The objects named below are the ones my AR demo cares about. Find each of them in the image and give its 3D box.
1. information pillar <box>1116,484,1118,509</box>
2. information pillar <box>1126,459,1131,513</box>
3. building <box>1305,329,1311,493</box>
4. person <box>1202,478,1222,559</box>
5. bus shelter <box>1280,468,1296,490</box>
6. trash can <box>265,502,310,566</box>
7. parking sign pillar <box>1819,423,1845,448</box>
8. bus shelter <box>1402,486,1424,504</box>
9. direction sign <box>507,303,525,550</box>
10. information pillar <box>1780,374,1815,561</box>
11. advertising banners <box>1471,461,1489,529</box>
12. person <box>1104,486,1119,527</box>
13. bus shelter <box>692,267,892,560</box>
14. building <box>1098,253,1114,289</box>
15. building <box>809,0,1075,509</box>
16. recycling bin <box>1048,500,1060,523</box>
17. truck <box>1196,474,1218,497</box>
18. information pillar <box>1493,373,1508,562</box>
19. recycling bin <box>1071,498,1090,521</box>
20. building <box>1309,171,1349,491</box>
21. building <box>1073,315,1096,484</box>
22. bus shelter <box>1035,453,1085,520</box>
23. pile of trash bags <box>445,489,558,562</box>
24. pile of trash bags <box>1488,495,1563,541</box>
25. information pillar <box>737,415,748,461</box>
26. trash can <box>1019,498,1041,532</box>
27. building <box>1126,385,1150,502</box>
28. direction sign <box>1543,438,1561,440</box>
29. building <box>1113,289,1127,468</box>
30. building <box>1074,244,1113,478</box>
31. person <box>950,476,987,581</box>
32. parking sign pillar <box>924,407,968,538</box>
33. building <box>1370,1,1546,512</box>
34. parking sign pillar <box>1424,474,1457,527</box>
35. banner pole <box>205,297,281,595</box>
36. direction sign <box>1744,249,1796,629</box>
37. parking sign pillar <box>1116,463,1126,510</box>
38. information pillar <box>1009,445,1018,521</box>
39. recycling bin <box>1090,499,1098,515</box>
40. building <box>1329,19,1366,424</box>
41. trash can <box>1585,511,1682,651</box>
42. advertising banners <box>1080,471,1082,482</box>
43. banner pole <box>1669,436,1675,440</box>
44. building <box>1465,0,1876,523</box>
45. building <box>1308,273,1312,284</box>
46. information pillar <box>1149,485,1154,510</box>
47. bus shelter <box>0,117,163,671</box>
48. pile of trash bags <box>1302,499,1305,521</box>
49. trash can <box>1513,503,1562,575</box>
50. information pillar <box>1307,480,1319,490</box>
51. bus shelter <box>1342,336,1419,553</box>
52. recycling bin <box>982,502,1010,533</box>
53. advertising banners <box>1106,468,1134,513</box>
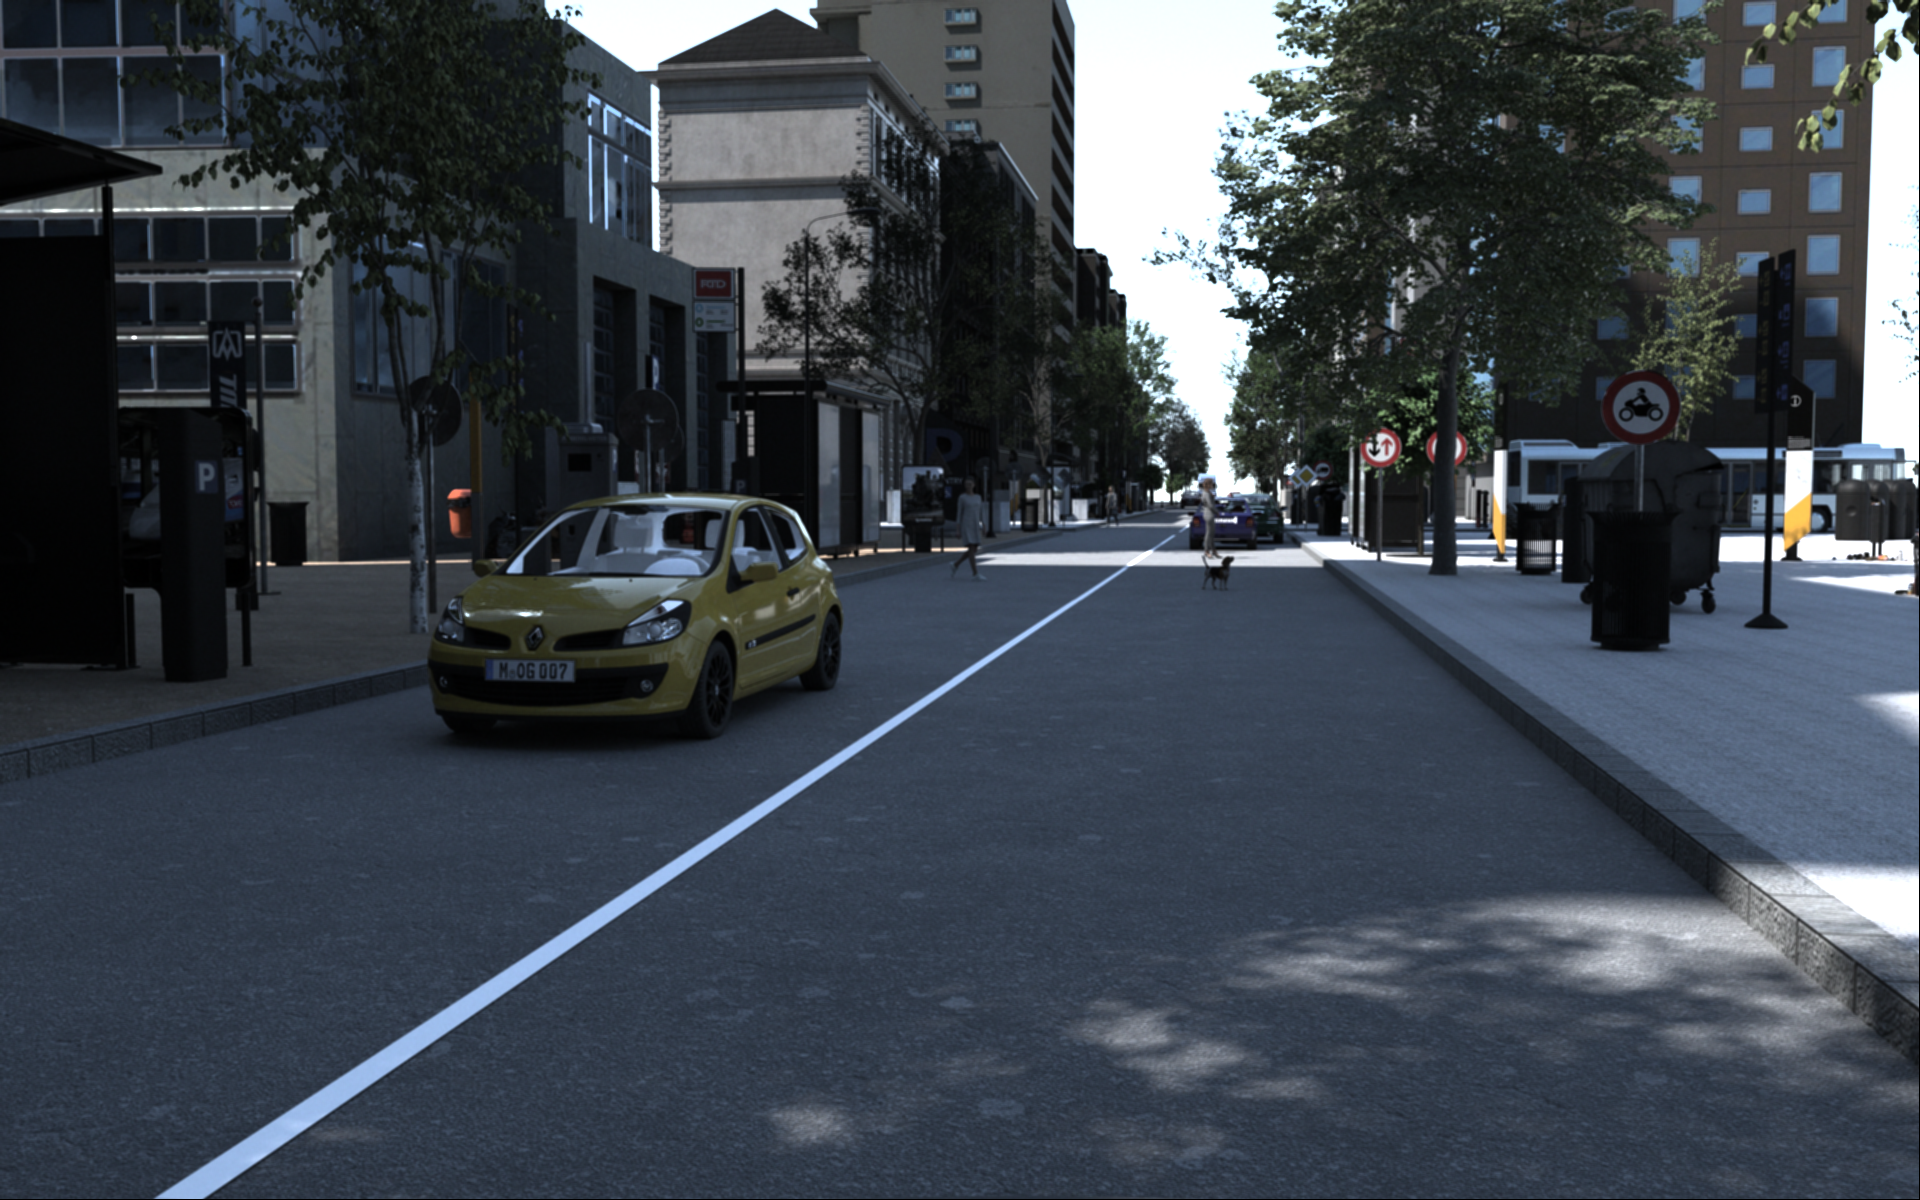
[{"bbox_3d":[9.964,-6.493,110.656,0.304,2.012,0.304,0,4,4],"label":"information pillar"},{"bbox_3d":[11.116,-7.512,114.170,0.183,3.616,0.504,3,5,44],"label":"information pillar"},{"bbox_3d":[61.336,-30.665,273.078,14.160,30.474,14.107,1,4,9],"label":"building"},{"bbox_3d":[5.633,-1.816,38.469,0.573,1.790,0.520,-1,4,-13],"label":"person"},{"bbox_3d":[25.788,-8.631,135.041,2.014,3.302,5.546,1,4,9],"label":"bus shelter"},{"bbox_3d":[-12.005,-1.181,30.956,0.748,1.137,0.748,0,3,0],"label":"trash can"},{"bbox_3d":[33.076,-4.734,65.869,1.447,3.967,1.447,-3,4,-37],"label":"parking sign pillar"},{"bbox_3d":[12.621,-3.668,51.258,1.731,3.624,6.357,1,4,9],"label":"bus shelter"},{"bbox_3d":[-5.383,-1.777,21.053,0.379,3.537,0.876,0,4,-4],"label":"direction sign"},{"bbox_3d":[16.040,-2.555,33.123,0.183,3.616,0.504,-3,5,-44],"label":"information pillar"},{"bbox_3d":[19.521,-4.215,65.110,0.090,3.025,2.074,0,4,-1],"label":"advertising banners"},{"bbox_3d":[6.668,-4.079,75.373,0.728,1.800,0.709,-2,4,-35],"label":"person"},{"bbox_3d":[-3.246,-3.404,33.293,2.179,5.291,8.768,1,4,9],"label":"bus shelter"},{"bbox_3d":[9.883,-34.802,260.896,32.217,40.220,23.993,1,4,9],"label":"building"},{"bbox_3d":[-1.399,-32.459,154.409,21.300,48.544,21.600,1,4,9],"label":"building"},{"bbox_3d":[4.016,-3.893,76.197,0.722,1.027,0.722,0,4,0],"label":"recycling bin"},{"bbox_3d":[33.782,-15.041,235.681,2.967,4.110,18.799,1,4,9],"label":"truck"},{"bbox_3d":[10.225,-2.532,32.753,0.183,3.616,0.504,0,4,-2],"label":"information pillar"},{"bbox_3d":[5.682,-4.241,81.889,0.722,1.027,0.722,0,4,4],"label":"recycling bin"},{"bbox_3d":[62.780,-38.550,253.998,21.300,48.544,21.600,1,4,9],"label":"building"},{"bbox_3d":[-0.654,-20.602,181.877,27.650,21.520,28.899,1,4,9],"label":"building"},{"bbox_3d":[5.101,-5.757,88.049,2.014,3.302,5.546,1,4,9],"label":"bus shelter"},{"bbox_3d":[-8.650,-1.489,34.102,1.912,1.369,3.447,2,4,33],"label":"pile of trash bags"},{"bbox_3d":[16.223,-2.343,48.065,1.912,1.369,3.447,-1,4,-15],"label":"pile of trash bags"},{"bbox_3d":[-6.469,-3.659,51.178,0.504,3.616,0.183,2,4,24],"label":"information pillar"},{"bbox_3d":[2.365,-2.874,58.649,0.748,1.137,0.748,0,3,0],"label":"trash can"},{"bbox_3d":[16.795,-27.040,287.149,27.650,21.520,28.899,1,4,9],"label":"building"},{"bbox_3d":[24.158,-4.819,70.784,0.379,3.537,0.876,-2,4,-29],"label":"direction sign"},{"bbox_3d":[15.740,-28.704,241.007,14.160,30.474,14.107,1,4,9],"label":"building"},{"bbox_3d":[9.848,-26.312,201.905,14.160,30.474,14.107,1,4,9],"label":"building"},{"bbox_3d":[0.124,-1.199,28.861,0.760,1.731,0.466,2,4,30],"label":"person"},{"bbox_3d":[-0.418,-3.844,51.323,1.447,3.967,1.447,0,4,3],"label":"parking sign pillar"},{"bbox_3d":[43.061,-30.880,155.005,14.600,45.320,14.200,1,4,9],"label":"building"},{"bbox_3d":[18.606,-4.825,67.365,1.447,3.967,1.447,0,4,6],"label":"parking sign pillar"},{"bbox_3d":[-9.148,-1.961,22.082,0.863,3.779,0.401,0,4,-1],"label":"banner pole"},{"bbox_3d":[7.748,-1.501,16.538,0.379,3.537,0.876,0,4,6],"label":"direction sign"},{"bbox_3d":[12.941,-9.160,138.245,1.447,3.967,1.447,0,4,-3],"label":"parking sign pillar"},{"bbox_3d":[2.536,-5.537,81.878,0.183,3.616,0.504,-3,4,-38],"label":"information pillar"},{"bbox_3d":[7.110,-5.017,94.586,0.722,1.027,0.722,-2,4,-30],"label":"recycling bin"},{"bbox_3d":[55.283,-36.705,189.359,28.713,52.752,27.495,1,4,9],"label":"building"},{"bbox_3d":[5.554,-0.164,14.328,0.748,1.137,0.748,0,3,0],"label":"trash can"},{"bbox_3d":[8.865,-8.140,129.269,0.090,3.025,2.074,1,4,16],"label":"advertising banners"},{"bbox_3d":[26.963,-4.624,65.627,0.863,3.779,0.401,-3,5,-43],"label":"banner pole"},{"bbox_3d":[30.751,-26.118,77.139,14.200,45.320,14.600,1,4,9],"label":"building"},{"bbox_3d":[64.384,-36.901,286.930,14.154,41.232,14.086,1,4,9],"label":"building"},{"bbox_3d":[15.064,-8.047,136.057,0.304,2.012,0.304,1,4,21],"label":"information pillar"},{"bbox_3d":[-7.051,-1.123,9.640,1.731,3.624,6.357,1,4,9],"label":"bus shelter"},{"bbox_3d":[17.399,-4.403,81.742,3.447,1.369,1.912,1,4,13],"label":"pile of trash bags"},{"bbox_3d":[9.181,-0.974,27.580,0.748,1.137,0.748,0,3,0],"label":"trash can"},{"bbox_3d":[20.157,-6.541,98.306,0.504,3.616,0.183,3,4,38],"label":"information pillar"},{"bbox_3d":[10.371,-3.923,41.778,2.179,5.291,8.768,1,4,9],"label":"bus shelter"},{"bbox_3d":[1.195,-2.720,57.019,0.722,1.027,0.722,2,4,27],"label":"recycling bin"},{"bbox_3d":[10.527,-7.265,114.975,2.074,3.025,0.090,0,4,3],"label":"advertising banners"}]
